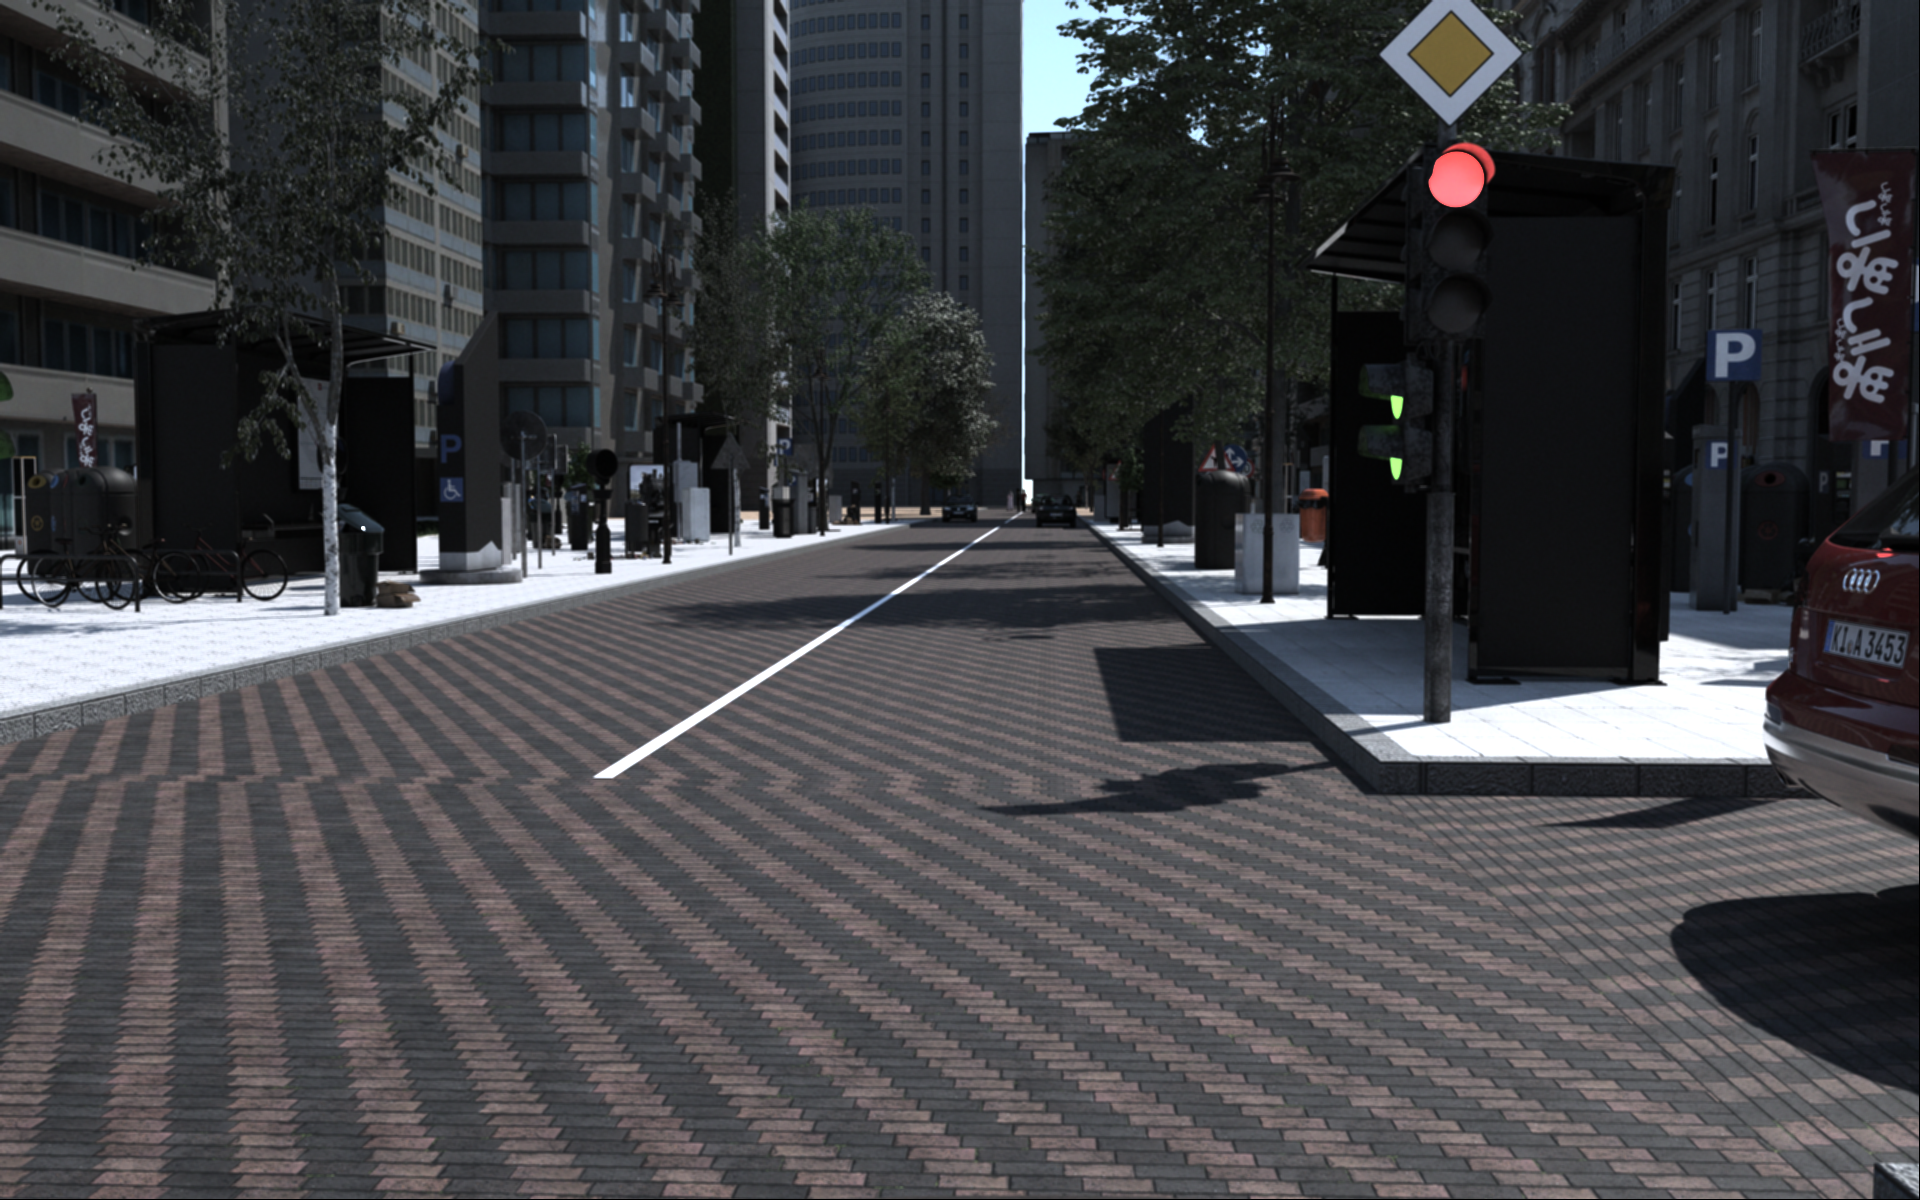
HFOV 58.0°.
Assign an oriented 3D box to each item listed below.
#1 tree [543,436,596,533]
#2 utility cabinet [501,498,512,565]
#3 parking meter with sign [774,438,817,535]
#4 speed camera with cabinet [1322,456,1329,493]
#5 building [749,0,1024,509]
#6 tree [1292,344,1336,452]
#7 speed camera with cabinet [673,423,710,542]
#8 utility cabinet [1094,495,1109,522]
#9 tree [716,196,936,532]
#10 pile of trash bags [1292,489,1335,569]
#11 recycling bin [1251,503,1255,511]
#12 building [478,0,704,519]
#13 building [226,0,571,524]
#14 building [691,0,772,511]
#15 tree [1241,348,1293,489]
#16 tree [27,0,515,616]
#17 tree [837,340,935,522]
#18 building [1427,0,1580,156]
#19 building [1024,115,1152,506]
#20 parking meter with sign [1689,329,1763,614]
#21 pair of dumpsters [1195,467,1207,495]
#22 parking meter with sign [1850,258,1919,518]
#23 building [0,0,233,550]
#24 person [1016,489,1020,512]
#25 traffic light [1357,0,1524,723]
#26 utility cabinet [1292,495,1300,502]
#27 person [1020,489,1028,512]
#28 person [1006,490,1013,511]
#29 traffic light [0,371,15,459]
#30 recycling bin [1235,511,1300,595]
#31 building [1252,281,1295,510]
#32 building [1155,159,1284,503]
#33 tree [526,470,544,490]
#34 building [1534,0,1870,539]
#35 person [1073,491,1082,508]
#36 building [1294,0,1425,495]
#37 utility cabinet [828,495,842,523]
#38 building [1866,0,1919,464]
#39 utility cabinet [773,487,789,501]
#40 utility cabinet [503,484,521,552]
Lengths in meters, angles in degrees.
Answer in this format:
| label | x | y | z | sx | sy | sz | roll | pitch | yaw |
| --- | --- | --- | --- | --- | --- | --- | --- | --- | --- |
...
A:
| label | x | y | z | sx | sy | sz | roll | pitch | yaw |
| --- | --- | --- | --- | --- | --- | --- | --- | --- | --- |
| tree | -12.640 | -3.873 | 57.918 | 1.663 | 3.219 | 1.824 | 0 | 3 | 0 |
| utility cabinet | -8.660 | -1.246 | 31.526 | 1.020 | 1.237 | 0.306 | 2 | 4 | 23 |
| parking meter with sign | -5.127 | -3.586 | 54.892 | 0.543 | 3.016 | 1.738 | 2 | 4 | 23 |
| speed camera with cabinet | 9.361 | -2.890 | 41.587 | 0.660 | 3.252 | 2.038 | -1 | 4 | -11 |
| building | -7.106 | -39.753 | 191.966 | 28.212 | 58.520 | 21.231 | 0 | 4 | 3 |
| tree | 16.971 | -7.594 | 74.529 | 4.360 | 8.622 | 3.978 | 0 | 3 | 0 |
| speed camera with cabinet | -7.354 | -3.248 | 47.442 | 0.660 | 3.252 | 2.038 | -1 | 4 | -21 |
| utility cabinet | 6.689 | -4.211 | 80.009 | 1.020 | 1.237 | 0.306 | 2 | 4 | 35 |
| tree | -4.650 | -8.184 | 59.565 | 9.928 | 11.665 | 9.643 | 0 | 3 | 0 |
| pile of trash bags | 7.186 | -1.287 | 30.796 | 3.447 | 1.369 | 1.912 | -3 | 5 | -41 |
| recycling bin | 7.918 | -2.256 | 49.433 | 0.722 | 1.027 | 0.722 | -2 | 4 | -29 |
| building | -27.806 | -29.477 | 101.559 | 23.786 | 49.044 | 30.456 | 0 | 4 | 3 |
| building | -33.290 | -23.104 | 69.627 | 32.217 | 40.220 | 23.993 | 0 | 4 | 3 |
| building | -28.036 | -36.400 | 137.133 | 28.212 | 58.520 | 21.231 | 0 | 4 | 3 |
| tree | 14.895 | -8.029 | 81.637 | 4.360 | 8.622 | 3.978 | 0 | 3 | 0 |
| tree | -6.885 | -4.140 | 18.053 | 4.360 | 8.622 | 3.978 | 0 | 3 | 0 |
| tree | -3.314 | -7.931 | 80.036 | 4.737 | 8.622 | 4.395 | 0 | 3 | 0 |
| building | 27.800 | -17.378 | 71.517 | 14.401 | 28.519 | 23.554 | 0 | 4 | 3 |
| building | 14.001 | -30.928 | 189.270 | 14.086 | 41.232 | 14.154 | 0 | 4 | 3 |
| parking meter with sign | 8.411 | -1.404 | 19.209 | 0.543 | 3.016 | 1.738 | 1 | 4 | 16 |
| pair of dumpsters | 8.633 | -3.746 | 63.744 | 1.574 | 2.255 | 4.437 | 0 | 4 | 3 |
| parking meter with sign | 7.314 | -1.066 | 13.683 | 0.543 | 3.016 | 1.738 | 2 | 4 | 25 |
| building | -31.607 | -25.319 | 37.667 | 21.300 | 48.544 | 21.600 | 0 | 4 | 3 |
| person | 4.507 | -7.761 | 135.022 | 0.705 | 1.869 | 1.348 | 0 | 4 | 3 |
| traffic light | 2.673 | -1.268 | 9.658 | 0.839 | 4.253 | 0.868 | 0 | 4 | 3 |
| utility cabinet | 15.236 | -4.106 | 78.294 | 1.020 | 1.237 | 0.306 | 0 | 4 | 1 |
| person | 5.052 | -7.912 | 137.800 | 0.705 | 1.831 | 1.348 | -2 | 4 | -33 |
| person | 4.308 | -8.539 | 148.787 | 0.621 | 1.740 | 0.551 | 3 | 5 | 42 |
| traffic light | -6.027 | -1.295 | 10.097 | 0.839 | 4.253 | 0.868 | 0 | 4 | 3 |
| recycling bin | 3.962 | -0.600 | 22.369 | 0.722 | 1.027 | 0.722 | 0 | 4 | 0 |
| building | 37.670 | -17.450 | 130.342 | 27.650 | 21.520 | 28.899 | 0 | 4 | 3 |
| building | 33.433 | -30.851 | 196.288 | 23.993 | 40.220 | 32.217 | 0 | 4 | 3 |
| tree | -15.337 | -4.288 | 64.709 | 1.663 | 3.219 | 1.824 | 0 | 3 | 0 |
| building | 25.870 | -12.613 | 48.028 | 13.314 | 21.916 | 24.055 | 0 | 4 | 3 |
| person | 11.232 | -9.537 | 165.138 | 0.721 | 1.735 | 1.217 | -3 | 5 | -41 |
| building | 32.420 | -29.340 | 103.412 | 21.300 | 48.544 | 21.600 | 0 | 4 | 3 |
| utility cabinet | -5.553 | -4.036 | 77.151 | 0.306 | 1.237 | 1.020 | -2 | 4 | -23 |
| building | 33.358 | -12.779 | 28.008 | 30.058 | 24.678 | 14.314 | 0 | 4 | 3 |
| utility cabinet | -5.403 | -2.669 | 52.316 | 0.318 | 1.500 | 1.173 | 0 | 4 | 4 |
| utility cabinet | -9.866 | -1.801 | 38.127 | 0.318 | 1.500 | 1.173 | -1 | 4 | -18 |
